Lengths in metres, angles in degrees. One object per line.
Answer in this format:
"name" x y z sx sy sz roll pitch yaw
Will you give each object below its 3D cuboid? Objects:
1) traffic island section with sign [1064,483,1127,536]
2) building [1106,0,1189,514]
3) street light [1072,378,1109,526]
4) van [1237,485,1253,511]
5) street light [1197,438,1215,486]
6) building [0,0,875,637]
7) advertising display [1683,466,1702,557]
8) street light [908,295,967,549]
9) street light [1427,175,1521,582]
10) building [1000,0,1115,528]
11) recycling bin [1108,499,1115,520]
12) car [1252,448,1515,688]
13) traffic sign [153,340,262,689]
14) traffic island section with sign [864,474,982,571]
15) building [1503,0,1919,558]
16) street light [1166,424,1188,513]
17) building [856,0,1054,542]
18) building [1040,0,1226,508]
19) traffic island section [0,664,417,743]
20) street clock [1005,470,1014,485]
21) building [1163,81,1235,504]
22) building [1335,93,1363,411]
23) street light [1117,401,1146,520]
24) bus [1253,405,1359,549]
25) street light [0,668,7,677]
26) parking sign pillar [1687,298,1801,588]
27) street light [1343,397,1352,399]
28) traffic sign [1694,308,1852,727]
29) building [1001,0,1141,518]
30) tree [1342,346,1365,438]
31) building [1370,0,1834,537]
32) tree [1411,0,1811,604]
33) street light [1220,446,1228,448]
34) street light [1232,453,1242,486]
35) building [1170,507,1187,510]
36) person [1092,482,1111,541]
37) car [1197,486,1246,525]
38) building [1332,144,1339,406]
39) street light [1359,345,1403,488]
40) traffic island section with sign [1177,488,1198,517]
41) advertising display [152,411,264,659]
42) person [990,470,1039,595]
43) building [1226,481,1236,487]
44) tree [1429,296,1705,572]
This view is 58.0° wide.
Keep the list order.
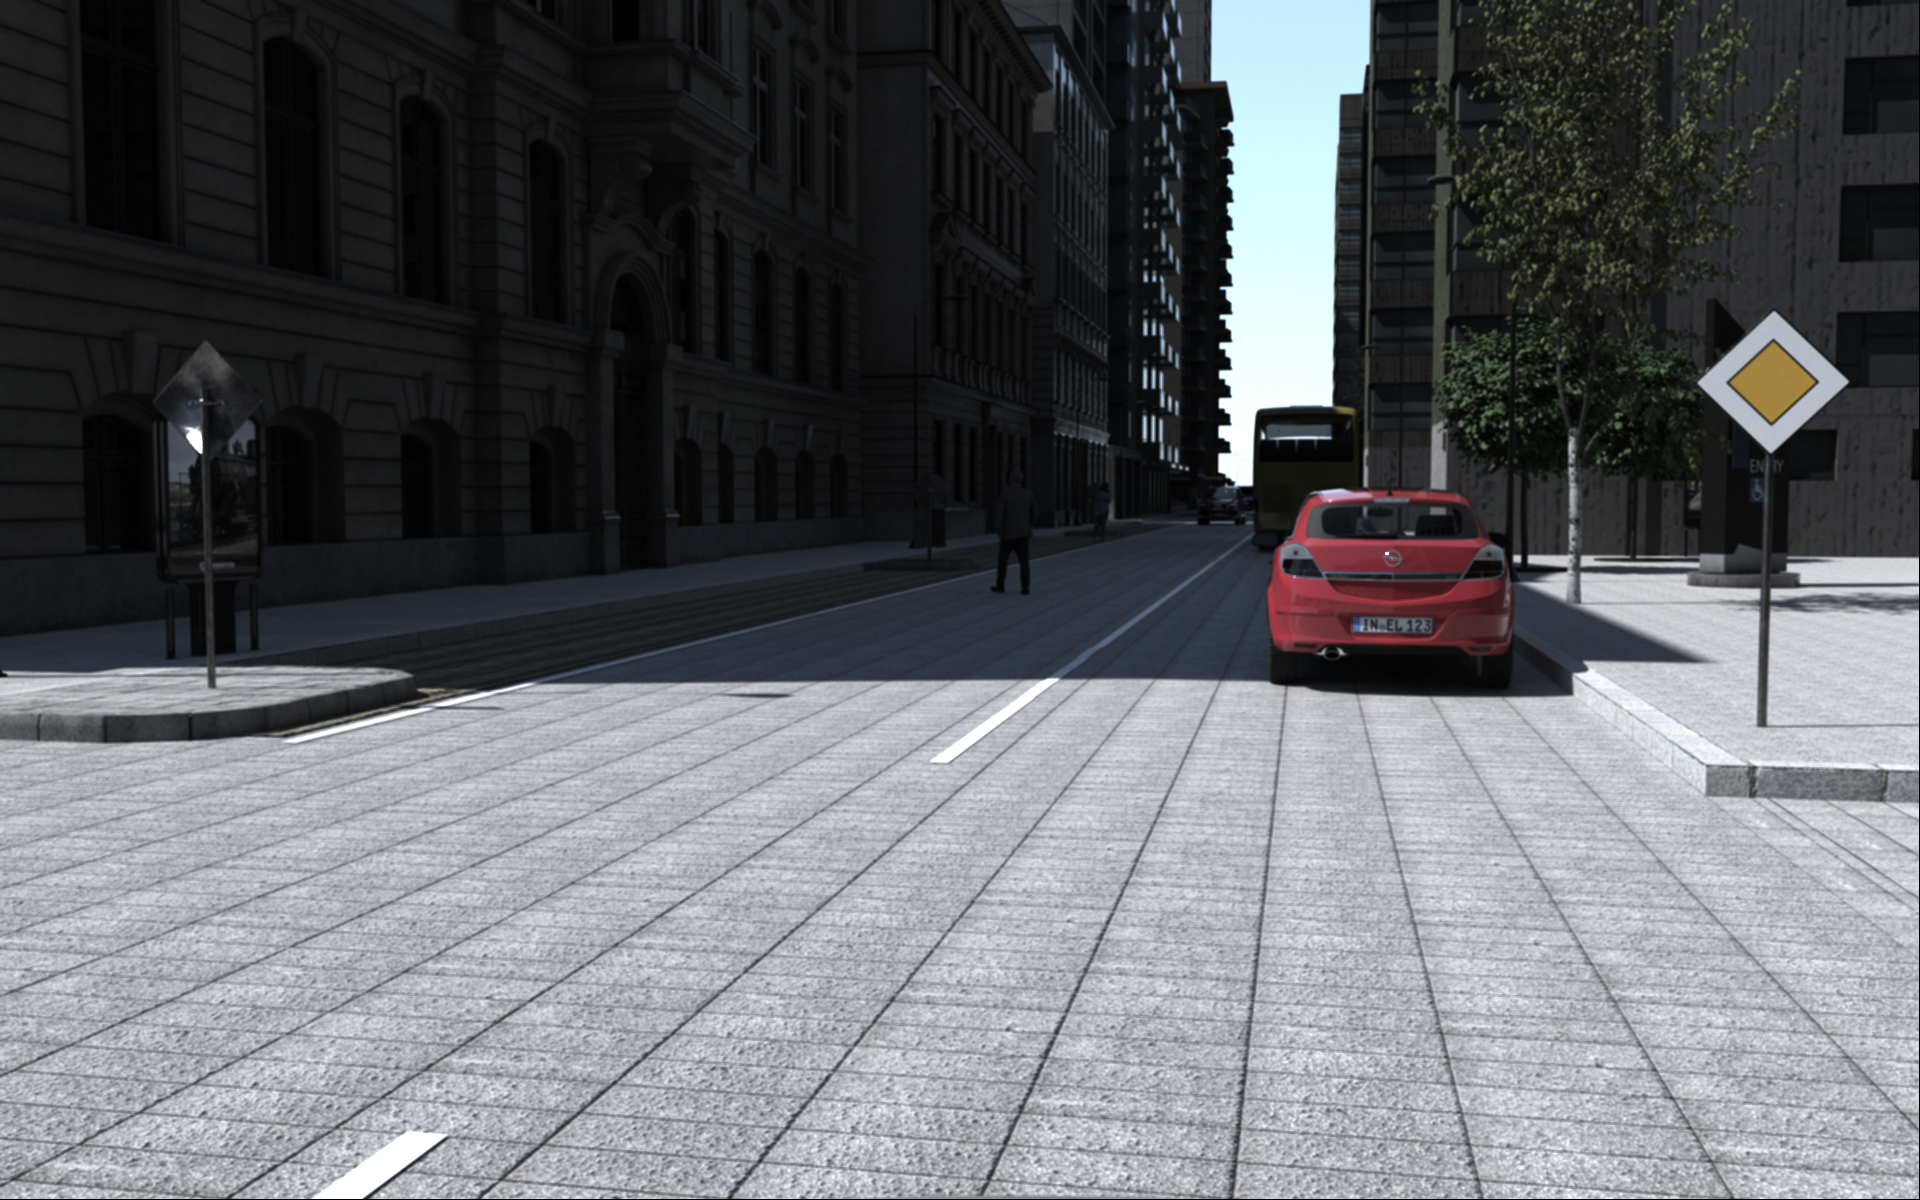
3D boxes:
"traffic island section with sign" 4.671 -3.102 59.345 1.989 1.847 2.006 1 4 11
"building" 3.820 -30.757 122.487 23.786 49.044 30.456 1 4 11
"street light" 5.242 -5.925 69.414 1.470 5.913 1.316 1 4 11
"van" 19.922 -7.028 119.291 2.240 2.365 5.245 1 4 12
"street light" 20.403 -10.537 144.824 1.470 5.913 1.316 1 4 11
"building" -10.936 -12.854 29.248 14.460 24.649 34.723 1 4 11
"advertising display" 15.293 -1.843 35.351 0.974 1.923 0.123 1 4 10
"street light" -0.516 -4.166 40.653 1.470 5.913 1.316 1 4 11
"street light" 7.506 -3.227 25.300 1.470 5.913 1.316 1 4 11
"building" 0.710 -13.754 74.023 9.793 20.994 18.267 1 4 11
"recycling bin" 7.303 -4.485 85.886 0.722 1.027 0.722 0 4 4
"car" 3.497 -0.327 14.385 2.155 1.783 4.494 1 4 11
"traffic sign" -4.938 -0.473 11.375 0.795 2.450 0.064 1 4 11
"traffic island section with sign" -0.632 -1.485 32.914 1.989 1.847 2.006 1 4 11
"building" 18.510 -16.477 41.100 14.160 30.474 14.107 1 4 11
"street light" 14.463 -8.734 115.346 1.470 5.913 1.316 1 4 11
"building" -3.621 -11.695 55.833 10.561 19.102 19.286 1 4 11
"building" 21.510 -46.998 206.665 20.563 71.187 20.611 1 4 11
"traffic island section" -4.963 0.663 11.442 2.009 0.180 2.903 1 4 11
"street clock" 1.624 -2.927 52.419 0.471 2.002 0.358 3 5 42
"building" 17.329 -32.309 182.879 22.147 44.769 28.867 1 4 11
"building" 46.107 -30.309 179.140 14.154 41.232 14.086 1 4 11
"street light" 8.596 -6.977 86.608 1.470 5.913 1.316 1 4 11
"bus" 9.535 -3.444 47.864 2.896 3.916 12.252 1 4 11
"street light" -6.345 -2.404 11.848 1.470 5.913 1.316 1 4 11
"parking sign pillar" 10.955 -2.180 24.116 1.447 3.967 1.447 -2 4 -28
"street light" 18.996 -6.745 82.827 1.470 5.913 1.316 1 4 11
"traffic sign" 4.415 -0.357 9.481 0.795 2.450 0.064 1 4 11
"building" -0.331 -40.245 96.265 20.563 71.187 20.611 1 4 11
"tree" 19.760 -7.875 79.119 4.360 8.622 3.978 0 3 0
"building" 22.069 -17.833 63.271 14.160 30.474 14.107 1 4 11
"tree" 7.155 -4.246 19.786 4.737 8.622 4.395 0 3 0
"street light" 25.415 -12.016 169.005 1.470 5.913 1.316 1 4 11
"street light" 31.238 -13.811 198.351 1.470 5.913 1.316 1 4 11
"building" 4.937 -28.046 150.431 32.217 40.220 23.993 1 4 11
"person" 4.272 -2.668 52.381 0.793 1.790 0.793 2 4 29
"car" 12.388 -4.471 81.773 2.281 1.827 5.304 1 4 13
"building" 59.765 -36.848 226.169 21.300 48.544 21.600 1 4 11
"street light" 13.202 -4.987 54.074 1.470 5.913 1.316 1 4 11
"traffic island section with sign" 14.765 -6.172 109.547 1.989 1.847 2.006 1 4 11
"advertising display" -5.971 -0.525 13.801 0.123 1.923 0.974 1 4 23
"person" 0.761 -0.984 24.981 0.661 1.777 0.834 -2 4 -28
"building" 20.617 -33.060 232.416 32.217 40.220 23.993 1 4 11
"tree" 9.542 -2.766 28.946 4.285 4.588 4.351 0 3 0
